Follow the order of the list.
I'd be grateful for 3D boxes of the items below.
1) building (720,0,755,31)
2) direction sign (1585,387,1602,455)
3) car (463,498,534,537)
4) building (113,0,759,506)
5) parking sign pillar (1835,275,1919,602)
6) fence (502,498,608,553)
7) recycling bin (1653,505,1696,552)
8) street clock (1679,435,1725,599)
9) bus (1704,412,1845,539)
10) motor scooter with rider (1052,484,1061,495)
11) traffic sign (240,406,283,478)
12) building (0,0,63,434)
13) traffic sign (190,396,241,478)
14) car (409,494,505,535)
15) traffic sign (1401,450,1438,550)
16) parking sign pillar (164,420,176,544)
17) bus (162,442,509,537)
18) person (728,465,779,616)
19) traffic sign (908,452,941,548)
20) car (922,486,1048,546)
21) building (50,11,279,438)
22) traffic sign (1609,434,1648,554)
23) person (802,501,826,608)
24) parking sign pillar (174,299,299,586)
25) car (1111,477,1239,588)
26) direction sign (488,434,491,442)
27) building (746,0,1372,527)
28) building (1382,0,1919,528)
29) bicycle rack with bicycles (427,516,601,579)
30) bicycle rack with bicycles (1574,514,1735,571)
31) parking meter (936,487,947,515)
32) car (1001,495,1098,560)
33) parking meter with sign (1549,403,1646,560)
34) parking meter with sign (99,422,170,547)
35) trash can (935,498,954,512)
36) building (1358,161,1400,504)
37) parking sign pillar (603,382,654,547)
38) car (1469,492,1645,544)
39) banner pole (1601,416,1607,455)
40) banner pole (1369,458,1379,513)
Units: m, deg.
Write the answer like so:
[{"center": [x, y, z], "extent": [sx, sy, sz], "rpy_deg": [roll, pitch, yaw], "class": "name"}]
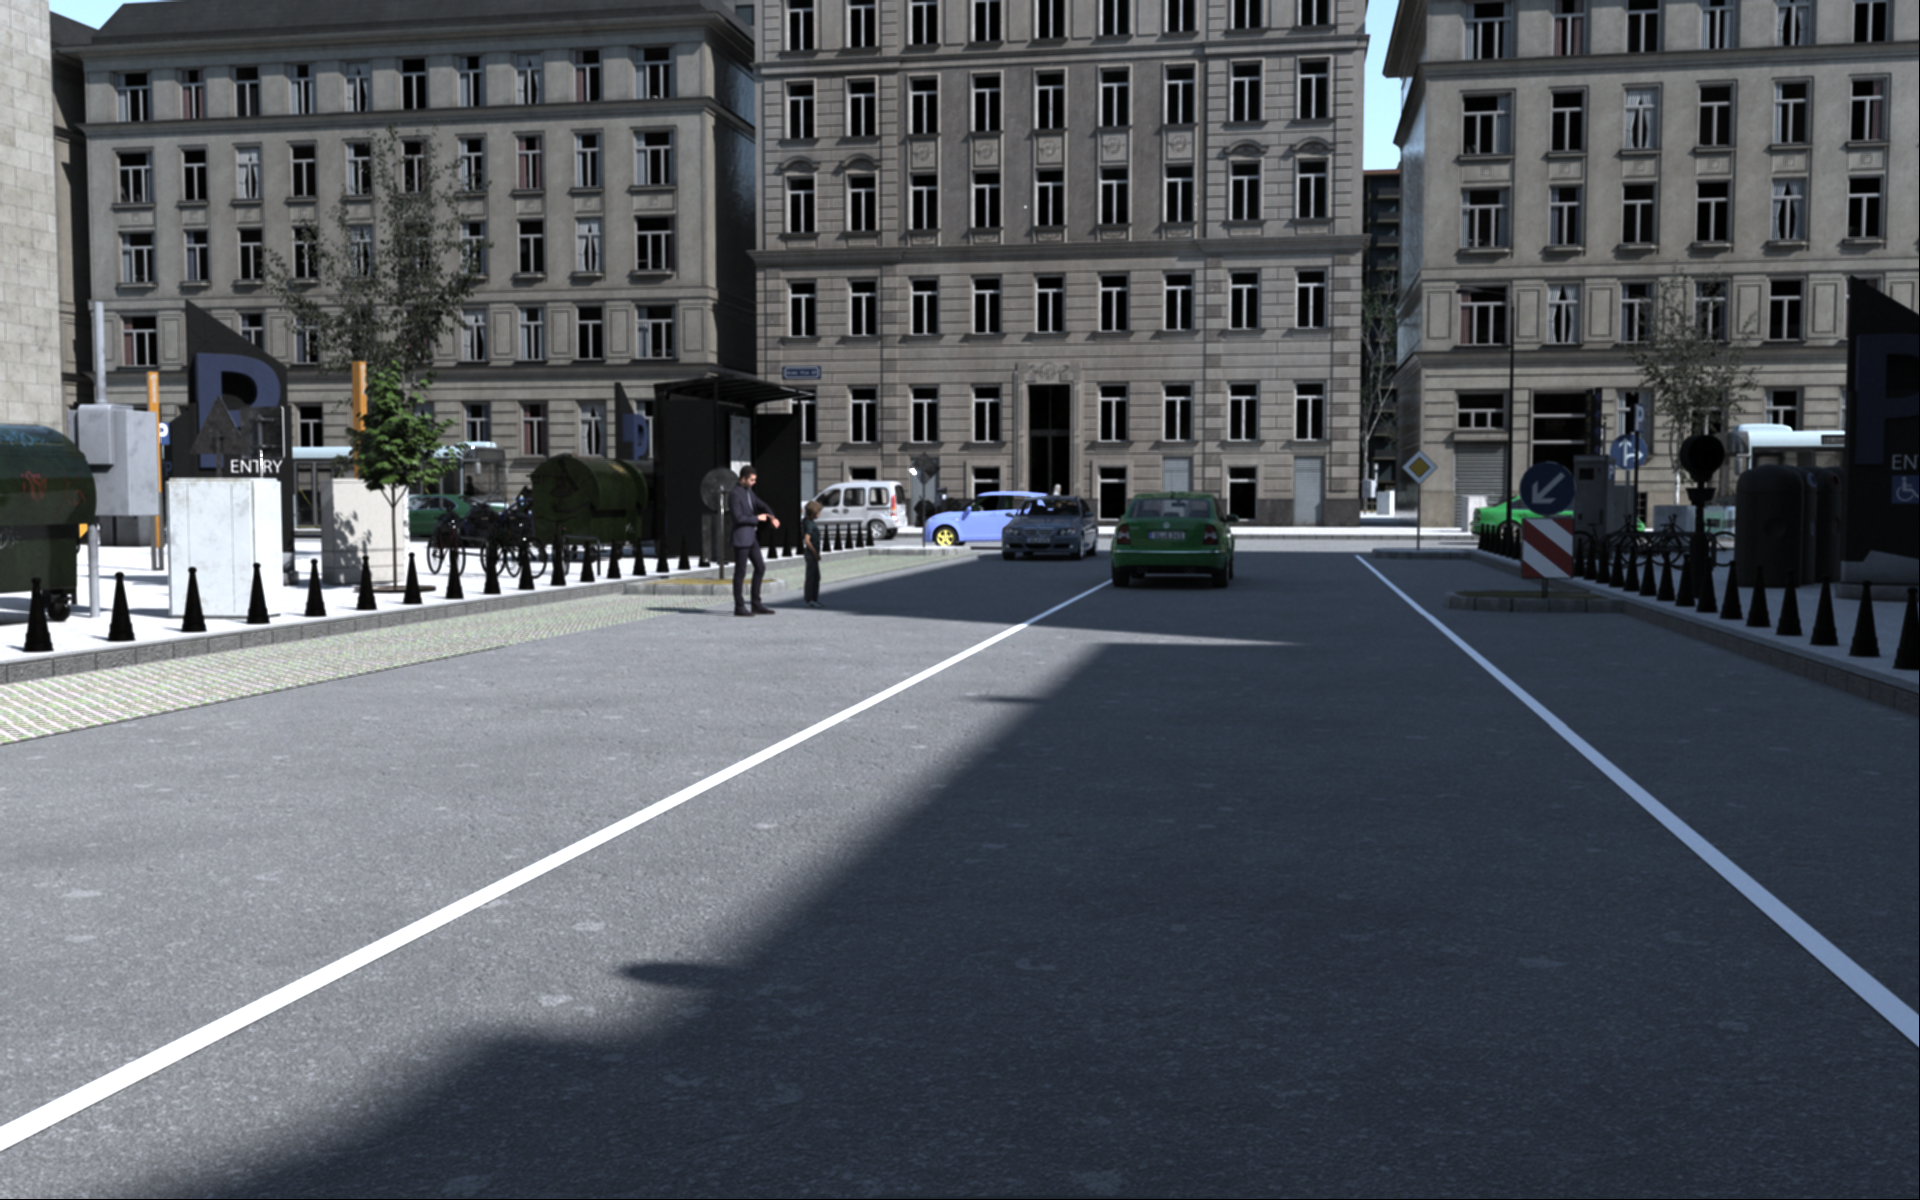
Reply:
[{"center": [-6.537, -42.952, 140.519], "extent": [20.563, 71.187, 20.611], "rpy_deg": [1, 4, 11], "class": "building"}, {"center": [13.572, -2.764, 37.184], "extent": [0.379, 3.537, 0.876], "rpy_deg": [0, 3, 0], "class": "direction sign"}, {"center": [-11.979, -2.219, 48.865], "extent": [3.894, 1.354, 1.945], "rpy_deg": [1, 4, 9], "class": "car"}, {"center": [-23.061, -15.142, 80.848], "extent": [30.059, 22.955, 16.112], "rpy_deg": [1, 4, 11], "class": "building"}, {"center": [11.531, -1.996, 21.111], "extent": [1.447, 3.967, 1.447], "rpy_deg": [1, 4, 20], "class": "parking sign pillar"}, {"center": [-8.961, -1.655, 38.260], "extent": [2.264, 1.192, 0.480], "rpy_deg": [0, 4, -8], "class": "fence"}, {"center": [15.886, -1.588, 38.525], "extent": [0.722, 1.027, 0.722], "rpy_deg": [3, 4, 38], "class": "recycling bin"}, {"center": [9.105, -1.024, 21.305], "extent": [0.471, 2.002, 0.358], "rpy_deg": [0, 4, -5], "class": "street clock"}, {"center": [24.624, -2.917, 42.548], "extent": [13.247, 3.499, 2.948], "rpy_deg": [1, 4, 10], "class": "bus"}, {"center": [3.262, -2.728, 53.572], "extent": [1.986, 1.779, 0.876], "rpy_deg": [1, 4, 12], "class": "motor scooter with rider"}, {"center": [-8.192, -1.113, 20.335], "extent": [0.606, 2.300, 0.079], "rpy_deg": [1, 4, 19], "class": "traffic sign"}, {"center": [-26.139, -10.635, 28.642], "extent": [16.860, 20.320, 10.420], "rpy_deg": [1, 4, 11], "class": "building"}, {"center": [-9.824, -1.406, 22.987], "extent": [0.884, 2.594, 0.081], "rpy_deg": [1, 4, 12], "class": "traffic sign"}, {"center": [-16.362, -2.556, 53.594], "extent": [4.920, 1.459, 2.131], "rpy_deg": [1, 4, 10], "class": "car"}, {"center": [10.434, -2.186, 39.389], "extent": [0.795, 2.450, 0.064], "rpy_deg": [1, 4, 11], "class": "traffic sign"}, {"center": [-19.893, -3.449, 44.867], "extent": [1.447, 3.967, 1.447], "rpy_deg": [3, 4, 36], "class": "parking sign pillar"}, {"center": [-20.839, -3.826, 57.419], "extent": [13.247, 3.499, 2.948], "rpy_deg": [1, 4, 10], "class": "bus"}, {"center": [-2.396, -0.698, 20.357], "extent": [0.568, 1.767, 0.683], "rpy_deg": [1, 4, 16], "class": "person"}, {"center": [-0.862, -2.316, 41.513], "extent": [0.795, 2.450, 0.064], "rpy_deg": [1, 4, 11], "class": "traffic sign"}, {"center": [0.841, -2.192, 45.430], "extent": [3.694, 1.707, 1.945], "rpy_deg": [1, 4, 10], "class": "car"}, {"center": [-52.583, -15.487, 86.499], "extent": [30.059, 22.955, 16.112], "rpy_deg": [1, 4, 11], "class": "building"}, {"center": [14.173, -2.243, 36.784], "extent": [0.768, 2.556, 0.104], "rpy_deg": [1, 4, 19], "class": "traffic sign"}, {"center": [-1.840, -0.583, 21.945], "extent": [0.340, 1.345, 0.435], "rpy_deg": [-1, 4, -15], "class": "person"}, {"center": [-10.098, -2.193, 24.325], "extent": [1.447, 3.967, 1.447], "rpy_deg": [-2, 4, -31], "class": "parking sign pillar"}, {"center": [3.501, -1.175, 28.000], "extent": [1.959, 1.807, 4.718], "rpy_deg": [1, 4, 11], "class": "car"}, {"center": [-17.786, -4.499, 65.554], "extent": [0.379, 3.537, 0.876], "rpy_deg": [-1, 4, -12], "class": "direction sign"}, {"center": [4.564, -16.912, 73.780], "extent": [25.104, 27.353, 12.463], "rpy_deg": [1, 4, 11], "class": "building"}, {"center": [32.814, -14.477, 69.989], "extent": [30.059, 22.955, 16.112], "rpy_deg": [1, 4, 11], "class": "building"}, {"center": [-6.924, -0.851, 27.304], "extent": [2.852, 0.926, 2.925], "rpy_deg": [-2, 4, -31], "class": "bicycle rack with bicycles"}, {"center": [12.004, -1.026, 30.164], "extent": [2.925, 0.926, 2.852], "rpy_deg": [2, 4, 26], "class": "bicycle rack with bicycles"}, {"center": [-0.645, -3.173, 60.290], "extent": [0.372, 1.533, 0.369], "rpy_deg": [0, 3, 0], "class": "parking meter"}, {"center": [2.084, -1.657, 39.097], "extent": [2.014, 1.417, 4.499], "rpy_deg": [1, 4, 11], "class": "car"}, {"center": [12.482, -2.314, 34.090], "extent": [1.738, 3.016, 0.543], "rpy_deg": [3, 5, 43], "class": "parking meter with sign"}, {"center": [-20.128, -2.805, 42.126], "extent": [1.738, 3.016, 0.543], "rpy_deg": [1, 4, 13], "class": "parking meter with sign"}, {"center": [-0.587, -3.302, 65.639], "extent": [0.748, 1.137, 0.748], "rpy_deg": [0, 3, 0], "class": "trash can"}, {"center": [60.447, -35.201, 230.156], "extent": [28.867, 44.769, 22.147], "rpy_deg": [1, 4, 11], "class": "building"}, {"center": [-8.030, -3.301, 42.439], "extent": [1.447, 3.967, 1.447], "rpy_deg": [0, 4, 8], "class": "parking sign pillar"}, {"center": [16.918, -2.467, 49.133], "extent": [4.718, 1.807, 1.959], "rpy_deg": [1, 4, 11], "class": "car"}, {"center": [20.441, -3.984, 55.160], "extent": [0.401, 3.779, 0.863], "rpy_deg": [2, 4, 35], "class": "banner pole"}, {"center": [28.683, -7.938, 119.810], "extent": [0.863, 3.779, 0.401], "rpy_deg": [-3, 5, -39], "class": "banner pole"}]
